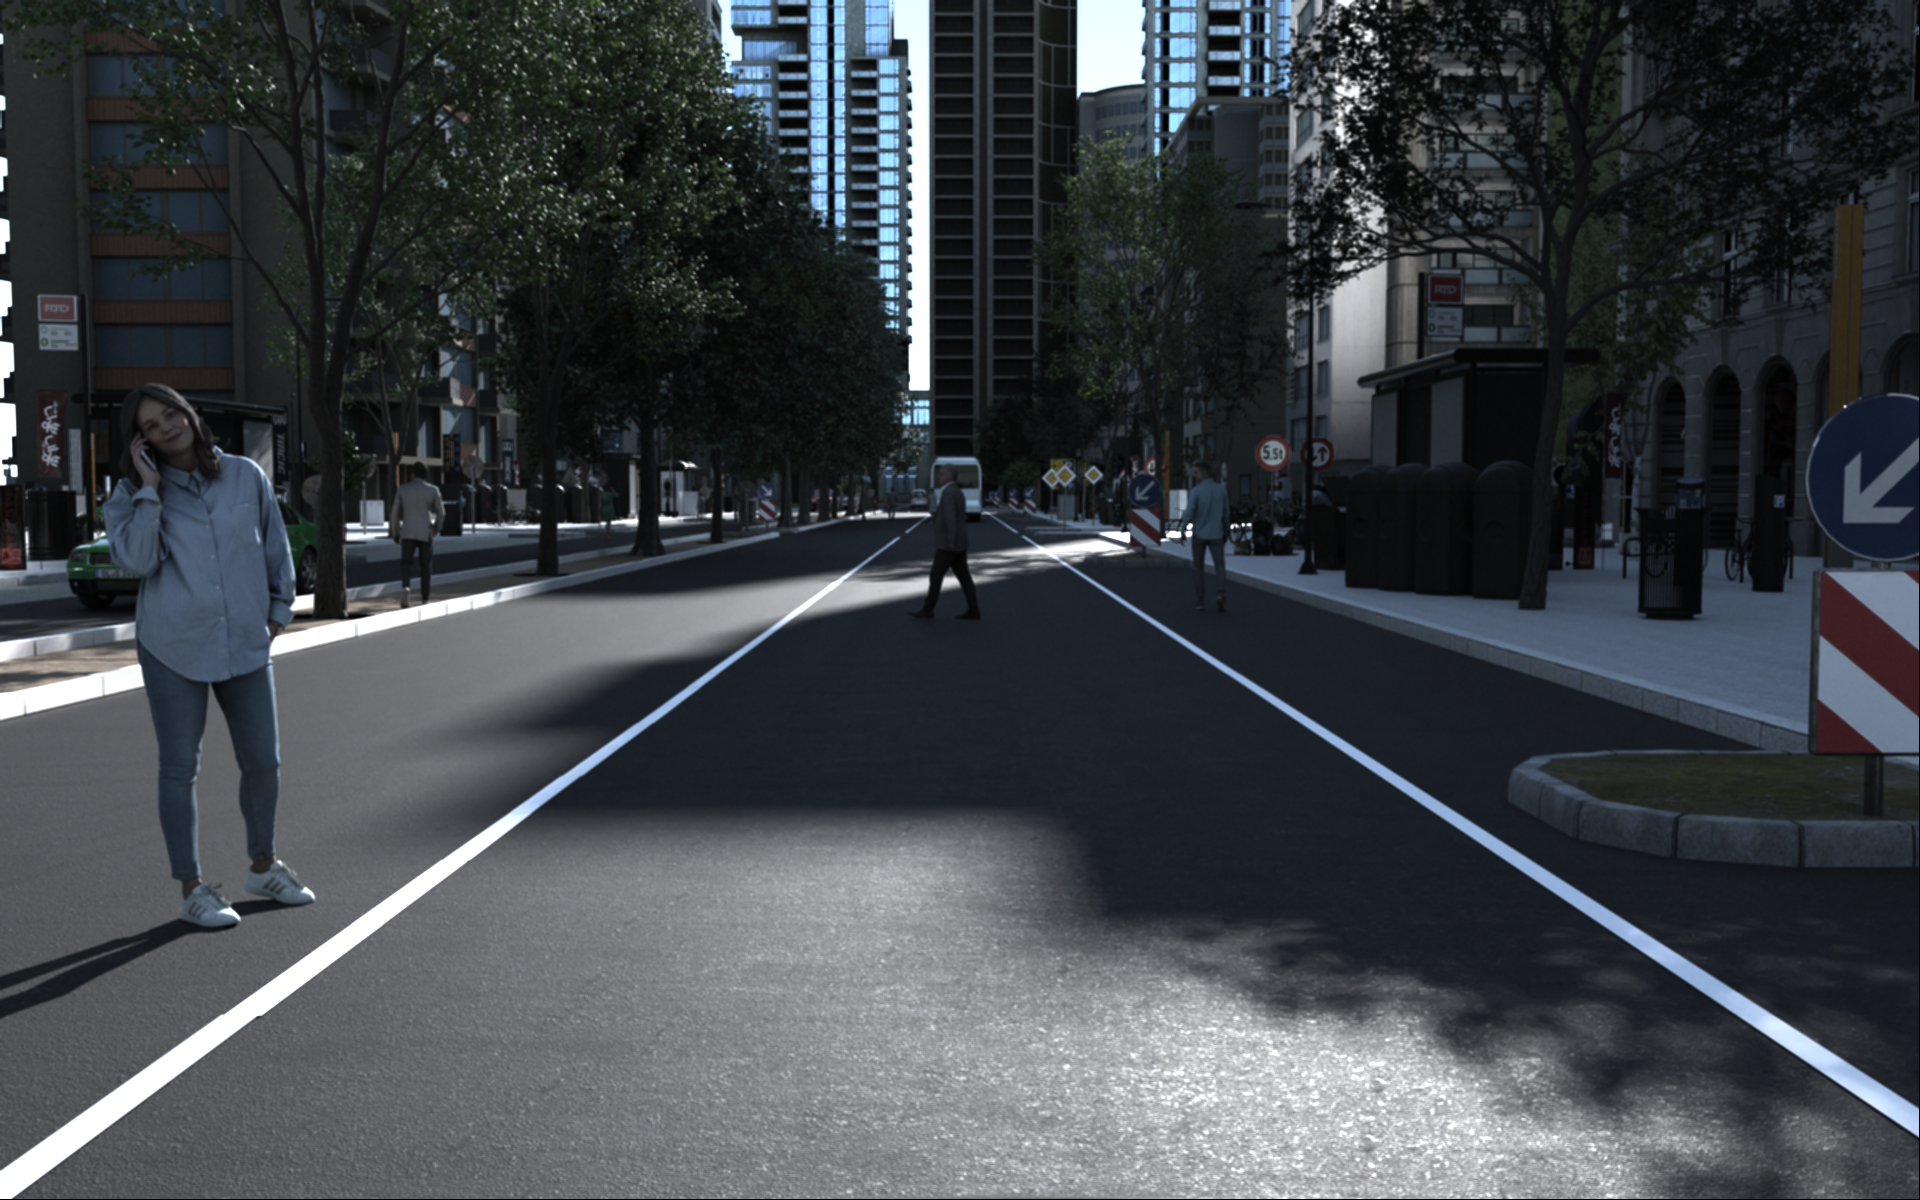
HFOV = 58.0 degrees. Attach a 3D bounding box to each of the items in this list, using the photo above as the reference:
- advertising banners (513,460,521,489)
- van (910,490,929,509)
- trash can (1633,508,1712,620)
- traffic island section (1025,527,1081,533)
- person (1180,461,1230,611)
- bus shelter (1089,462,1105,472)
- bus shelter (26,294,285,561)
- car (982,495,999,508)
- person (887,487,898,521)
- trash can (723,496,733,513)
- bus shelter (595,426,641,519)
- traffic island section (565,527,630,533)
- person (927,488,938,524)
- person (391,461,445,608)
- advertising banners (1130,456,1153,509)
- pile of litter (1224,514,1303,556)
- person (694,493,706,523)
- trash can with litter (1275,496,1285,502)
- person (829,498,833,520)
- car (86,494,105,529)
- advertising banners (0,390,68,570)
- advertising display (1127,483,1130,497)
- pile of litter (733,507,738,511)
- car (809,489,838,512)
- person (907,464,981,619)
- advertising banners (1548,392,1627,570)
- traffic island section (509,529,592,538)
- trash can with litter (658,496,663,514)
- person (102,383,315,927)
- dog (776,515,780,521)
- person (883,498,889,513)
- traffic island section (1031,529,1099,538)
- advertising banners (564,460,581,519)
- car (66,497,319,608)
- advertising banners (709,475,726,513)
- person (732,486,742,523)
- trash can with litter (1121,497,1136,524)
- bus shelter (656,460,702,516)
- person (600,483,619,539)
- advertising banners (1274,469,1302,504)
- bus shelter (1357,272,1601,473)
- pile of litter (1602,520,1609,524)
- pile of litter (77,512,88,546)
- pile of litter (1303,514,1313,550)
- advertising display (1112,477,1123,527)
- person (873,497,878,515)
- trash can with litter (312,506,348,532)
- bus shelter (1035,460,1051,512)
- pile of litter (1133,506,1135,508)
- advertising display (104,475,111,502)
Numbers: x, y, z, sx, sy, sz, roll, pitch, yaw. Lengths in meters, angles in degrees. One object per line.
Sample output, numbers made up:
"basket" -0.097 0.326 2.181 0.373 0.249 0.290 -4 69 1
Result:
"advertising banners" -22.613 -5.773 90.577 0.090 3.025 2.074 2 4 30
"van" -3.847 -9.689 165.423 2.013 2.044 4.112 0 4 1
"trash can" 7.312 -0.377 17.814 0.748 1.137 0.748 0 3 0
"traffic island section" 3.493 -2.646 65.541 2.009 0.180 2.903 0 3 0
"person" 3.035 -0.794 21.348 0.638 1.841 0.748 0 4 -1
"bus shelter" 8.405 -7.163 111.041 2.014 3.302 5.546 0 3 0
"bus shelter" -17.385 -3.660 37.476 2.179 5.291 8.768 0 3 0
"car" 3.180 -10.244 180.066 1.945 1.354 3.894 0 3 0
"person" -3.646 -5.206 93.823 0.606 1.804 0.583 0 4 -3
"trash can" -16.037 -6.618 119.864 0.748 1.137 0.748 0 3 0
"bus shelter" -17.679 -6.836 89.394 2.179 5.291 8.768 0 3 0
"traffic island section" -13.648 -2.645 65.532 2.009 0.180 2.903 0 3 0
"person" -1.303 -4.565 83.892 0.466 1.731 0.760 -3 5 -42
"person" -6.837 -0.826 21.847 0.661 1.843 0.795 -1 4 -11
"advertising banners" 8.639 -5.079 79.229 2.074 3.025 0.090 -2 4 -26
"pile of litter" 6.259 -1.373 36.407 1.719 0.858 1.176 1 4 12
"person" -12.969 -4.608 86.435 0.523 1.515 0.503 3 4 36
"trash can with litter" 17.356 -4.970 92.639 1.055 1.170 0.624 3 5 40
"person" -7.195 -4.979 94.926 0.505 1.210 0.382 1 4 13
"car" -29.842 -3.194 61.023 4.718 1.807 1.959 0 4 -2
"advertising banners" -16.059 -2.017 29.173 2.074 3.025 0.090 0 4 -4
"advertising display" 8.680 -5.298 91.841 0.974 1.923 0.123 3 4 38
"pile of litter" -17.266 -7.346 134.076 1.719 0.858 1.176 -1 4 -22
"car" -10.894 -7.939 138.476 2.281 1.827 5.304 0 4 -2
"person" -0.181 -0.668 19.818 0.834 1.777 0.661 0 4 5
"advertising banners" 10.620 -2.035 29.466 2.074 3.025 0.090 -2 4 -29
"traffic island section" -13.642 -2.157 57.547 2.009 0.180 2.903 0 3 0
"trash can with litter" -19.360 -6.034 109.709 2.233 1.210 1.678 -1 4 -8
"person" -2.515 0.180 5.821 0.793 1.790 0.793 1 4 20
"dog" -8.975 -4.141 86.996 0.540 0.507 0.406 -3 4 -36
"person" -5.350 -7.047 129.211 0.738 1.151 1.012 2 4 30
"traffic island section" 3.500 -2.158 57.556 2.009 0.180 2.903 0 3 0
"advertising banners" -20.011 -5.575 87.335 2.074 3.025 0.090 0 4 -8
"car" -10.132 -0.882 23.210 1.959 1.807 4.718 0 4 1
"advertising banners" -16.832 -7.429 117.656 2.074 3.025 0.090 0 4 1
"person" -11.122 -4.811 86.963 0.655 1.846 0.447 -1 4 -17
"trash can with litter" 7.062 -3.872 74.693 1.055 1.170 0.624 -3 5 -43
"bus shelter" -16.949 -6.747 104.242 2.014 3.302 5.546 0 3 0
"person" -11.157 -2.820 54.851 0.600 1.795 0.529 0 4 6
"advertising banners" 19.110 -6.376 100.439 2.074 3.025 0.090 1 4 9
"bus shelter" 8.129 -3.151 29.149 2.179 5.291 8.768 0 3 0
"pile of litter" 27.335 -3.718 74.754 1.176 0.858 1.719 0 4 2
"pile of litter" -21.484 -1.700 41.767 1.176 0.858 1.719 -2 4 -29
"pile of litter" 8.186 -1.596 40.059 1.719 0.858 1.176 0 4 -7
"advertising display" 6.153 -3.813 67.558 0.123 1.923 0.974 -1 4 -13
"person" -5.915 -6.597 121.027 0.373 1.253 0.362 0 4 7
"trash can with litter" -21.085 -2.851 58.001 0.624 1.170 1.055 2 4 27
"bus shelter" 6.268 -7.926 120.879 1.731 3.624 6.357 0 3 0
"pile of litter" 12.178 -6.830 125.638 1.176 0.858 1.719 2 4 33
"advertising display" -28.189 -3.239 58.169 0.974 1.923 0.123 -3 4 -38
